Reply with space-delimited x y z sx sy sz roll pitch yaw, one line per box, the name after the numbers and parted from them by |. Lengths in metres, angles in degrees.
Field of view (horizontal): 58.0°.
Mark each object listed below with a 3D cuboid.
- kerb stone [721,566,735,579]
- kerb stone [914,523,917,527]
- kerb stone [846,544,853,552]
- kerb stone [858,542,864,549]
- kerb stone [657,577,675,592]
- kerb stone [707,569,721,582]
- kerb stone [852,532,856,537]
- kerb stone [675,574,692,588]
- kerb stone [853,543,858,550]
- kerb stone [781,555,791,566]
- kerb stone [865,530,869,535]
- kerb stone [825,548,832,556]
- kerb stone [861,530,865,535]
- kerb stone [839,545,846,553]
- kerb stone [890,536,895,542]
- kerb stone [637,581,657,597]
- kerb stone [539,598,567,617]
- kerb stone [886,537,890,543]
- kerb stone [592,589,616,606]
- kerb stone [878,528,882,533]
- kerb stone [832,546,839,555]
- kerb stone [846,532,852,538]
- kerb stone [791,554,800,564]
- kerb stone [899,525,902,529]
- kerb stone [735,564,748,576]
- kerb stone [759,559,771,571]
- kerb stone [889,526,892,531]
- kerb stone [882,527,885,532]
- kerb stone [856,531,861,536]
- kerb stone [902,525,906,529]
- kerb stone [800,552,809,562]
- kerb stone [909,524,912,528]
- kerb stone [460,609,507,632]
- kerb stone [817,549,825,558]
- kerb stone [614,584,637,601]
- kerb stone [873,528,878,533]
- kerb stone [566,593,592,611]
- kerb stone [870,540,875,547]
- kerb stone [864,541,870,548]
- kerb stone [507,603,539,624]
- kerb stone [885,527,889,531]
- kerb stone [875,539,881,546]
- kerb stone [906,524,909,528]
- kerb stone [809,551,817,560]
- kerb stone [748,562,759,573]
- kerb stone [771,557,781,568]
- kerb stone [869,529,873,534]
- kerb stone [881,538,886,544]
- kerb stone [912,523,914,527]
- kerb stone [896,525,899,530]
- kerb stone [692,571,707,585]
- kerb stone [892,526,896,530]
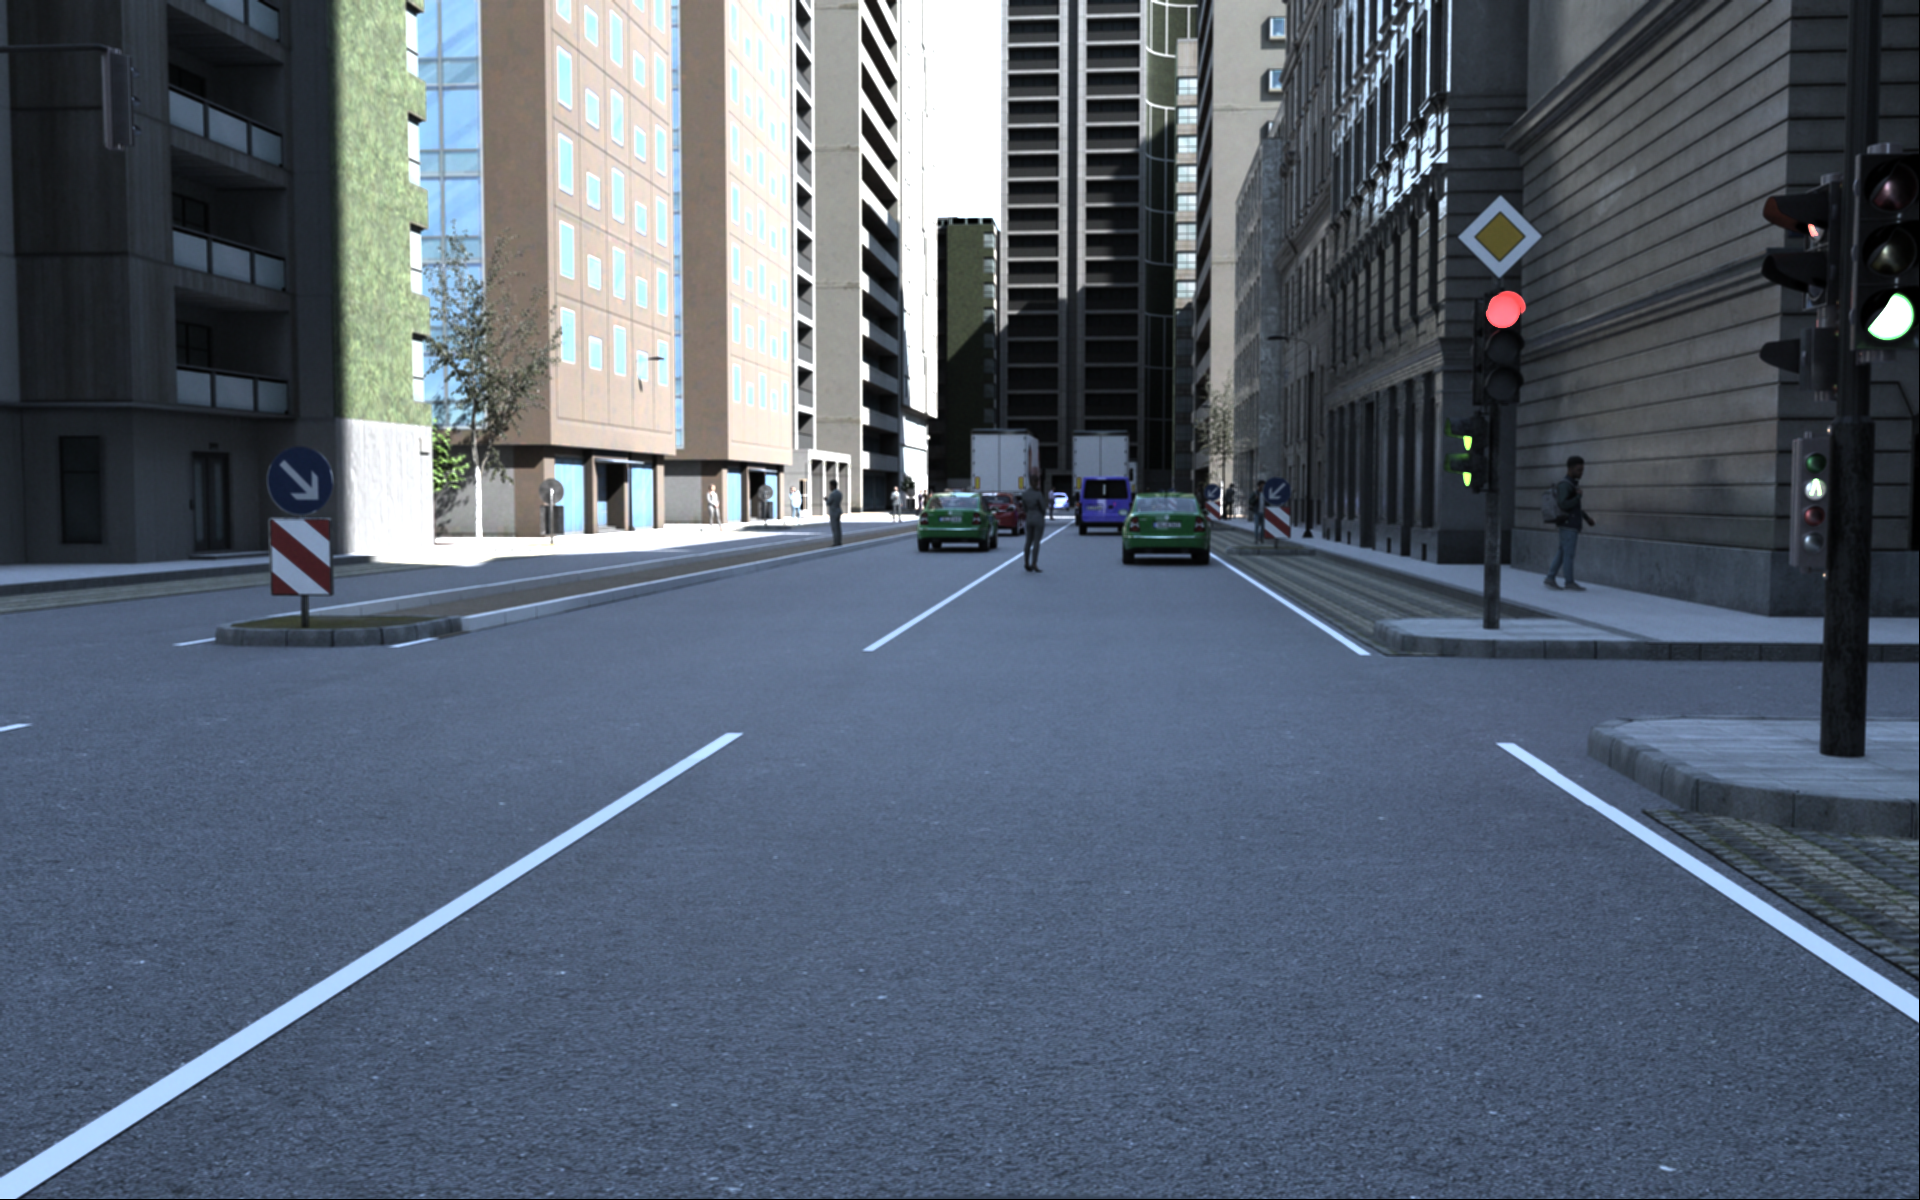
-4.072 -0.459 29.695 0.120 0.150 1.000 0 4 5 | kerb stone
-2.079 -3.220 74.835 0.120 0.150 1.000 0 4 5 | kerb stone
-2.864 -1.269 42.973 0.120 0.150 1.000 0 4 5 | kerb stone
-2.684 -1.395 45.009 0.120 0.150 1.000 0 4 5 | kerb stone
-4.440 -0.208 25.616 0.120 0.150 1.000 0 4 5 | kerb stone
-4.168 -0.396 28.677 0.120 0.150 1.000 0 4 5 | kerb stone
-3.657 -2.152 57.454 0.120 0.150 1.000 0 4 5 | kerb stone
-4.350 -0.272 26.641 0.120 0.150 1.000 0 4 5 | kerb stone
-2.777 -1.333 43.991 0.120 0.150 1.000 0 4 5 | kerb stone
-3.599 -0.771 34.809 0.120 0.150 1.000 0 4 5 | kerb stone
-3.383 -2.345 60.531 0.120 0.150 1.000 0 4 5 | kerb stone
-3.150 -1.084 39.913 0.120 0.150 1.000 0 4 5 | kerb stone
-3.471 -2.278 59.500 0.120 0.150 1.000 0 4 5 | kerb stone
-2.953 -1.208 41.954 0.120 0.150 1.000 0 4 5 | kerb stone
-2.126 -1.770 51.142 0.120 0.150 1.000 0 4 5 | kerb stone
-4.536 -0.147 24.598 0.120 0.150 1.000 0 4 5 | kerb stone
-4.904 0.103 20.515 0.120 0.150 1.000 0 4 5 | kerb stone
-2.215 -1.708 50.123 0.120 0.150 1.000 0 4 5 | kerb stone
-4.724 -0.020 22.562 0.120 0.150 1.000 0 4 5 | kerb stone
-3.093 -2.532 63.598 0.120 0.150 1.000 0 4 5 | kerb stone
-3.055 -1.146 40.937 0.120 0.150 1.000 0 4 5 | kerb stone
-3.752 -2.094 56.436 0.120 0.150 1.000 0 4 5 | kerb stone
-3.514 -0.834 35.828 0.120 0.150 1.000 0 4 5 | kerb stone
-2.548 -2.908 69.735 0.120 0.150 1.000 0 4 5 | kerb stone
-3.975 -0.521 30.718 0.120 0.150 1.000 0 4 5 | kerb stone
-3.786 -0.647 32.770 0.120 0.150 1.000 0 4 5 | kerb stone
-2.822 -2.720 66.671 0.120 0.150 1.000 0 4 5 | kerb stone
-3.007 -2.595 64.625 0.120 0.150 1.000 0 4 5 | kerb stone
-3.565 -2.219 58.477 0.120 0.150 1.000 0 4 5 | kerb stone
-2.448 -2.970 70.753 0.120 0.150 1.000 0 4 5 | kerb stone
-3.417 -0.896 36.845 0.120 0.150 1.000 0 4 5 | kerb stone
-2.260 -3.093 72.796 0.120 0.150 1.000 0 4 5 | kerb stone
-5.091 0.228 18.475 0.120 0.150 1.000 0 4 5 | kerb stone
-3.233 -1.021 38.884 0.120 0.150 1.000 0 4 5 | kerb stone
-4.630 -0.085 23.580 0.120 0.150 1.000 0 4 5 | kerb stone
-3.183 -2.470 62.580 0.120 0.150 1.000 0 4 5 | kerb stone
-4.822 0.040 21.534 0.120 0.150 1.000 0 4 5 | kerb stone
-2.501 -1.520 47.046 0.120 0.150 1.000 0 4 5 | kerb stone
-2.583 -1.458 46.027 0.120 0.150 1.000 0 4 5 | kerb stone
-4.997 0.165 19.497 0.120 0.150 1.000 0 4 5 | kerb stone
-2.918 -2.658 65.653 0.120 0.150 1.000 0 4 5 | kerb stone
-2.404 -1.582 48.067 0.120 0.150 1.000 0 4 5 | kerb stone
-2.355 -3.032 71.775 0.120 0.150 1.000 0 4 5 | kerb stone
-3.326 -0.958 37.866 0.120 0.150 1.000 0 4 5 | kerb stone
-3.885 -0.584 31.738 0.120 0.150 1.000 0 4 5 | kerb stone
-3.703 -0.707 33.789 0.120 0.150 1.000 0 4 5 | kerb stone
-3.295 -2.407 61.557 0.120 0.150 1.000 0 4 5 | kerb stone
-2.308 -1.645 49.096 0.120 0.150 1.000 0 4 5 | kerb stone
-2.169 -3.157 73.815 0.120 0.150 1.000 0 4 5 | kerb stone
-2.641 -2.845 68.717 0.120 0.150 1.000 0 4 5 | kerb stone
-4.256 -0.334 27.659 0.120 0.150 1.000 0 4 5 | kerb stone
-2.726 -2.780 67.689 0.120 0.150 1.000 0 4 5 | kerb stone
